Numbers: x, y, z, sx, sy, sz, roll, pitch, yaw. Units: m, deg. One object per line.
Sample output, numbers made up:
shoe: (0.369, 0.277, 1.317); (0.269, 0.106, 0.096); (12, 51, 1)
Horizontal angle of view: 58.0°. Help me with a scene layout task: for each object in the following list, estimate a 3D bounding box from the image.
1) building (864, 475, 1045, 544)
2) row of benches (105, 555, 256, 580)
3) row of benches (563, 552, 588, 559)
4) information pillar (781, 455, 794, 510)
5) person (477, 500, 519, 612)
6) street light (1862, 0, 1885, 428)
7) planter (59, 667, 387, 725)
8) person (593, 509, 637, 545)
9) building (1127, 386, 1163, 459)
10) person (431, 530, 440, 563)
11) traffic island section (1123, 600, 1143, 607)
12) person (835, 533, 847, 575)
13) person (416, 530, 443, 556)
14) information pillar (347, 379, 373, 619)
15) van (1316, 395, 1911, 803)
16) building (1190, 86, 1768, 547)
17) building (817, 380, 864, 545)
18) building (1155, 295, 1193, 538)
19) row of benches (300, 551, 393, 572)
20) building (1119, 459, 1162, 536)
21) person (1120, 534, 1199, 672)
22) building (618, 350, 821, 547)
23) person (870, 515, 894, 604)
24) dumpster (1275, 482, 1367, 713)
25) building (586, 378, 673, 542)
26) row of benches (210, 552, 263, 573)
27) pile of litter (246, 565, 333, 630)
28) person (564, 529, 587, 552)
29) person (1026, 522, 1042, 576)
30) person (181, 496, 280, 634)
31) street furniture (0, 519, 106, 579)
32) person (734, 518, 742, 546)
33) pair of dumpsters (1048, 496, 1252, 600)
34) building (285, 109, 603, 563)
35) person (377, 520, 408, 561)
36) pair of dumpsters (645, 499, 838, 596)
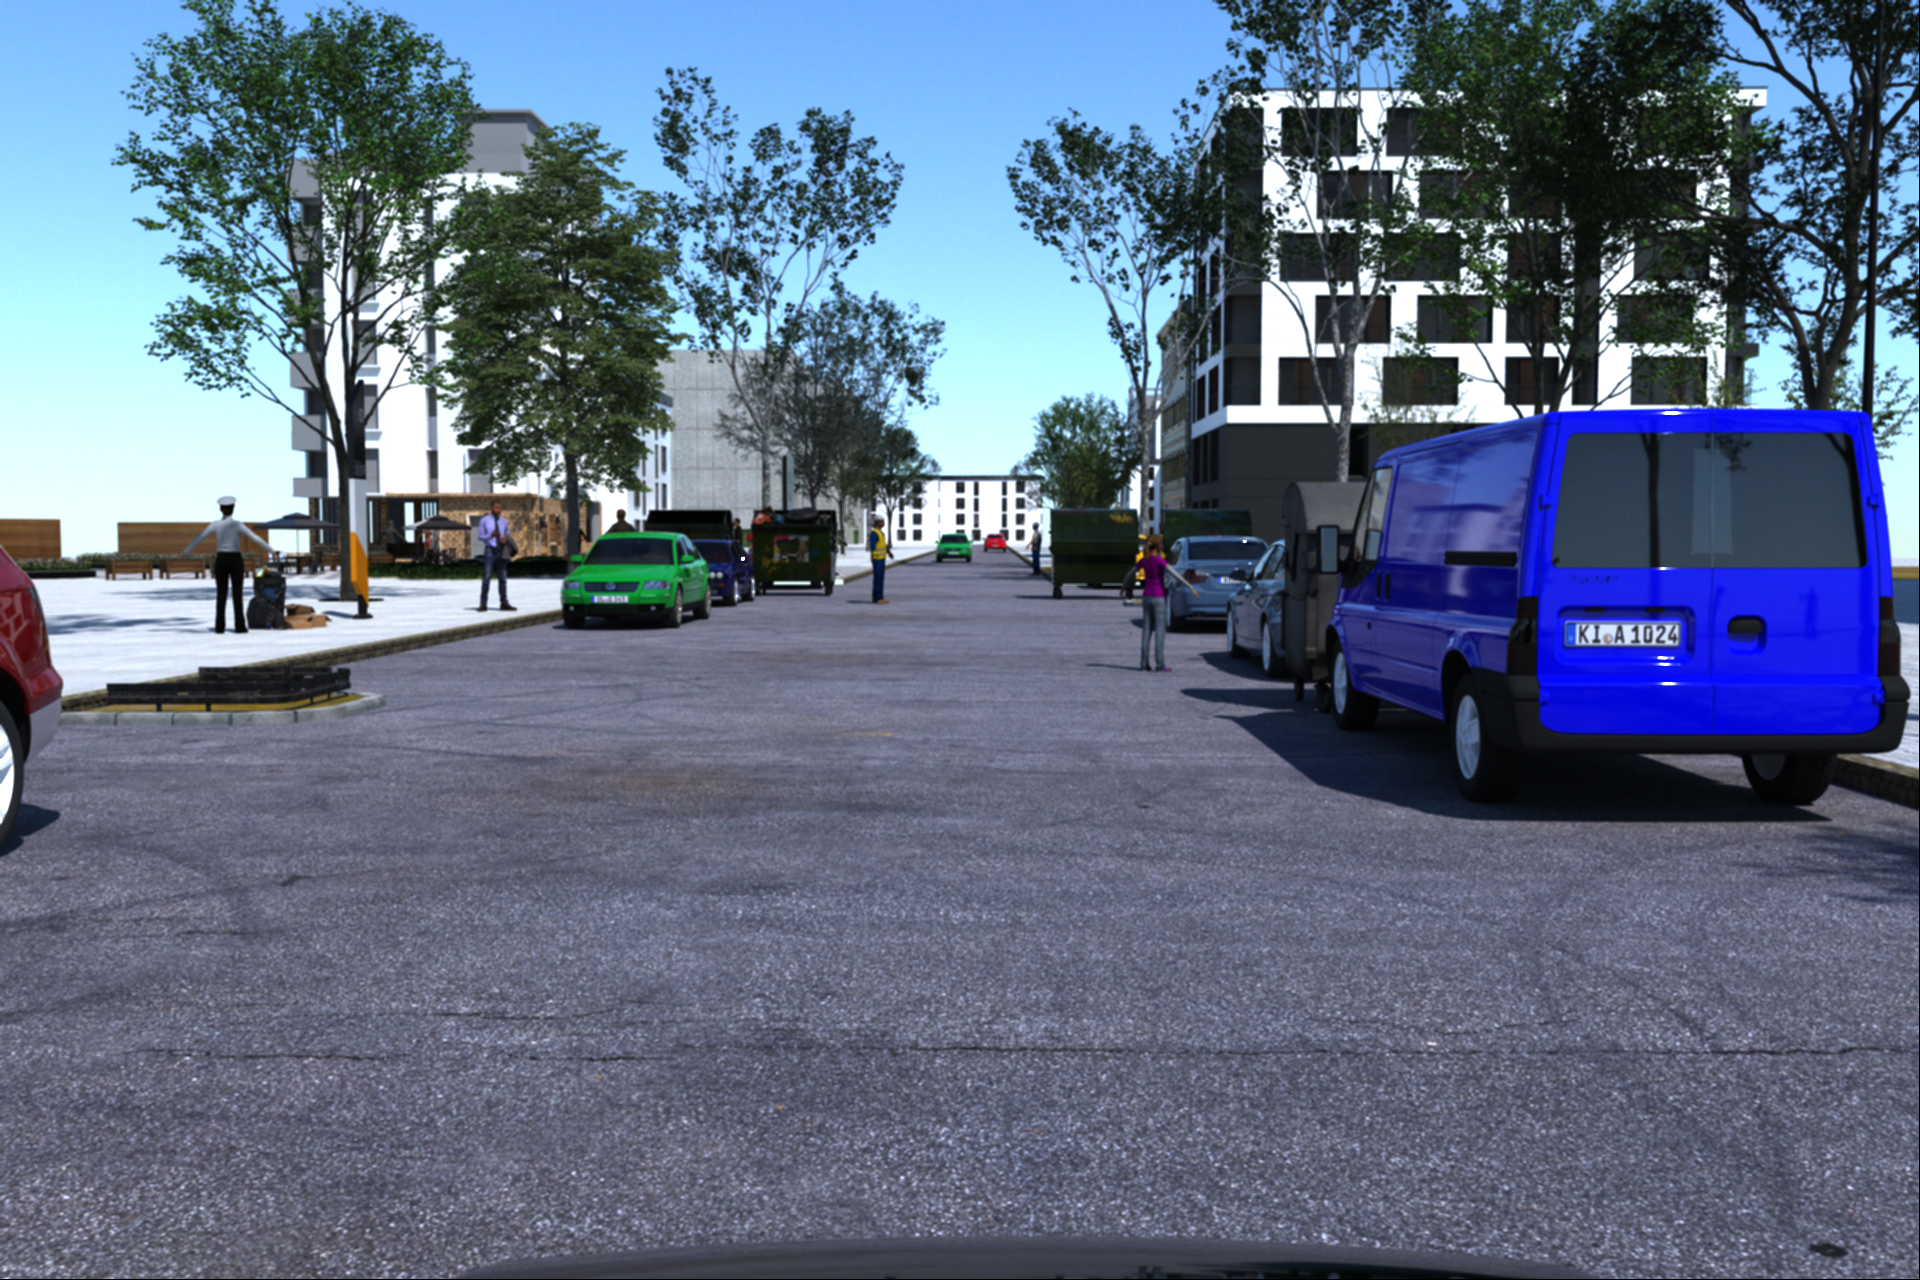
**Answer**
building: (-2.458, -18.375, 245.033); (28.070, 9.664, 9.099); (1, 4, 10)
row of benches: (-22.204, -2.091, 49.645); (4.104, 0.672, 1.422); (-3, 5, -42)
row of benches: (-13.080, -2.832, 61.761); (1.422, 0.672, 4.104); (1, 4, 12)
information pillar: (-5.177, -3.721, 52.152); (0.184, 3.620, 1.656); (0, 4, 1)
person: (-7.644, -1.393, 28.684); (0.709, 1.838, 0.599); (-3, 5, -43)
street light: (7.803, -2.524, 13.805); (1.470, 5.913, 1.316); (0, 4, 0)
planter: (-5.778, 0.440, 13.953); (1.991, 0.319, 1.994); (0, 4, 1)
person: (-7.153, -1.856, 36.523); (1.348, 1.807, 0.705); (-3, 5, -41)
building: (26.374, -22.270, 220.536); (16.016, 20.090, 11.380); (0, 4, 1)
person: (-22.357, -4.130, 73.709); (0.705, 1.806, 1.347); (-2, 4, -24)
traffic island section: (4.292, -0.726, 34.730); (1.991, 0.108, 1.994); (0, 4, 1)
person: (-3.976, -2.933, 53.739); (0.705, 1.856, 1.354); (-3, 5, -40)
person: (-21.991, -3.971, 71.732); (1.217, 1.733, 0.721); (1, 4, 16)
information pillar: (-9.069, -2.125, 26.102); (0.183, 3.616, 0.504); (0, 4, 2)
van: (3.666, -0.398, 10.886); (2.240, 2.365, 5.245); (0, 4, 0)
building: (26.518, -15.408, 95.898); (27.936, 21.610, 32.646); (0, 4, 1)
building: (-21.665, -21.340, 215.366); (16.747, 18.905, 31.486); (0, 4, 2)
building: (24.393, -17.847, 122.733); (19.493, 23.208, 18.063); (0, 4, 1)
row of benches: (-21.422, -2.773, 60.809); (1.422, 0.672, 4.104); (1, 4, 23)
building: (23.346, -15.338, 192.916); (9.099, 9.664, 28.070); (0, 4, 1)
person: (2.064, -0.390, 18.103); (0.991, 1.433, 0.599); (3, 5, 41)
building: (-24.308, -19.290, 181.844); (16.747, 18.905, 31.486); (0, 4, 0)
person: (-1.646, -1.673, 35.773); (0.705, 1.833, 1.349); (1, 4, 13)
dumpster: (3.619, -0.374, 14.330); (1.865, 1.857, 1.264); (0, 4, 0)
building: (-22.153, -10.046, 106.398); (9.099, 9.664, 28.070); (0, 4, 0)
row of benches: (-24.381, -2.632, 58.492); (1.422, 0.672, 4.104); (0, 4, -7)
pile of litter: (-9.286, -0.612, 23.978); (1.176, 0.858, 1.719); (0, 4, 1)
person: (-17.841, -4.552, 80.652); (0.704, 1.802, 1.346); (3, 4, 36)
person: (2.572, -3.115, 59.239); (0.705, 1.847, 1.347); (1, 4, 21)
person: (-9.464, -0.979, 22.461); (1.216, 1.778, 0.721); (-1, 4, -11)
street furniture: (-29.703, -2.561, 48.734); (11.010, 1.723, 9.812); (1, 4, 23)
person: (-7.500, -3.177, 58.085); (0.704, 1.812, 1.346); (-1, 4, -17)
pair of dumpsters: (4.177, -2.042, 38.335); (4.436, 2.255, 1.574); (0, 4, 1)
building: (-24.060, -13.590, 78.622); (16.016, 20.090, 11.380); (0, 4, 1)
person: (-21.638, -3.658, 65.936); (1.348, 1.813, 0.705); (1, 4, 17)
pair of dumpsters: (-5.086, -2.171, 40.445); (4.436, 2.255, 1.574); (0, 4, 1)
